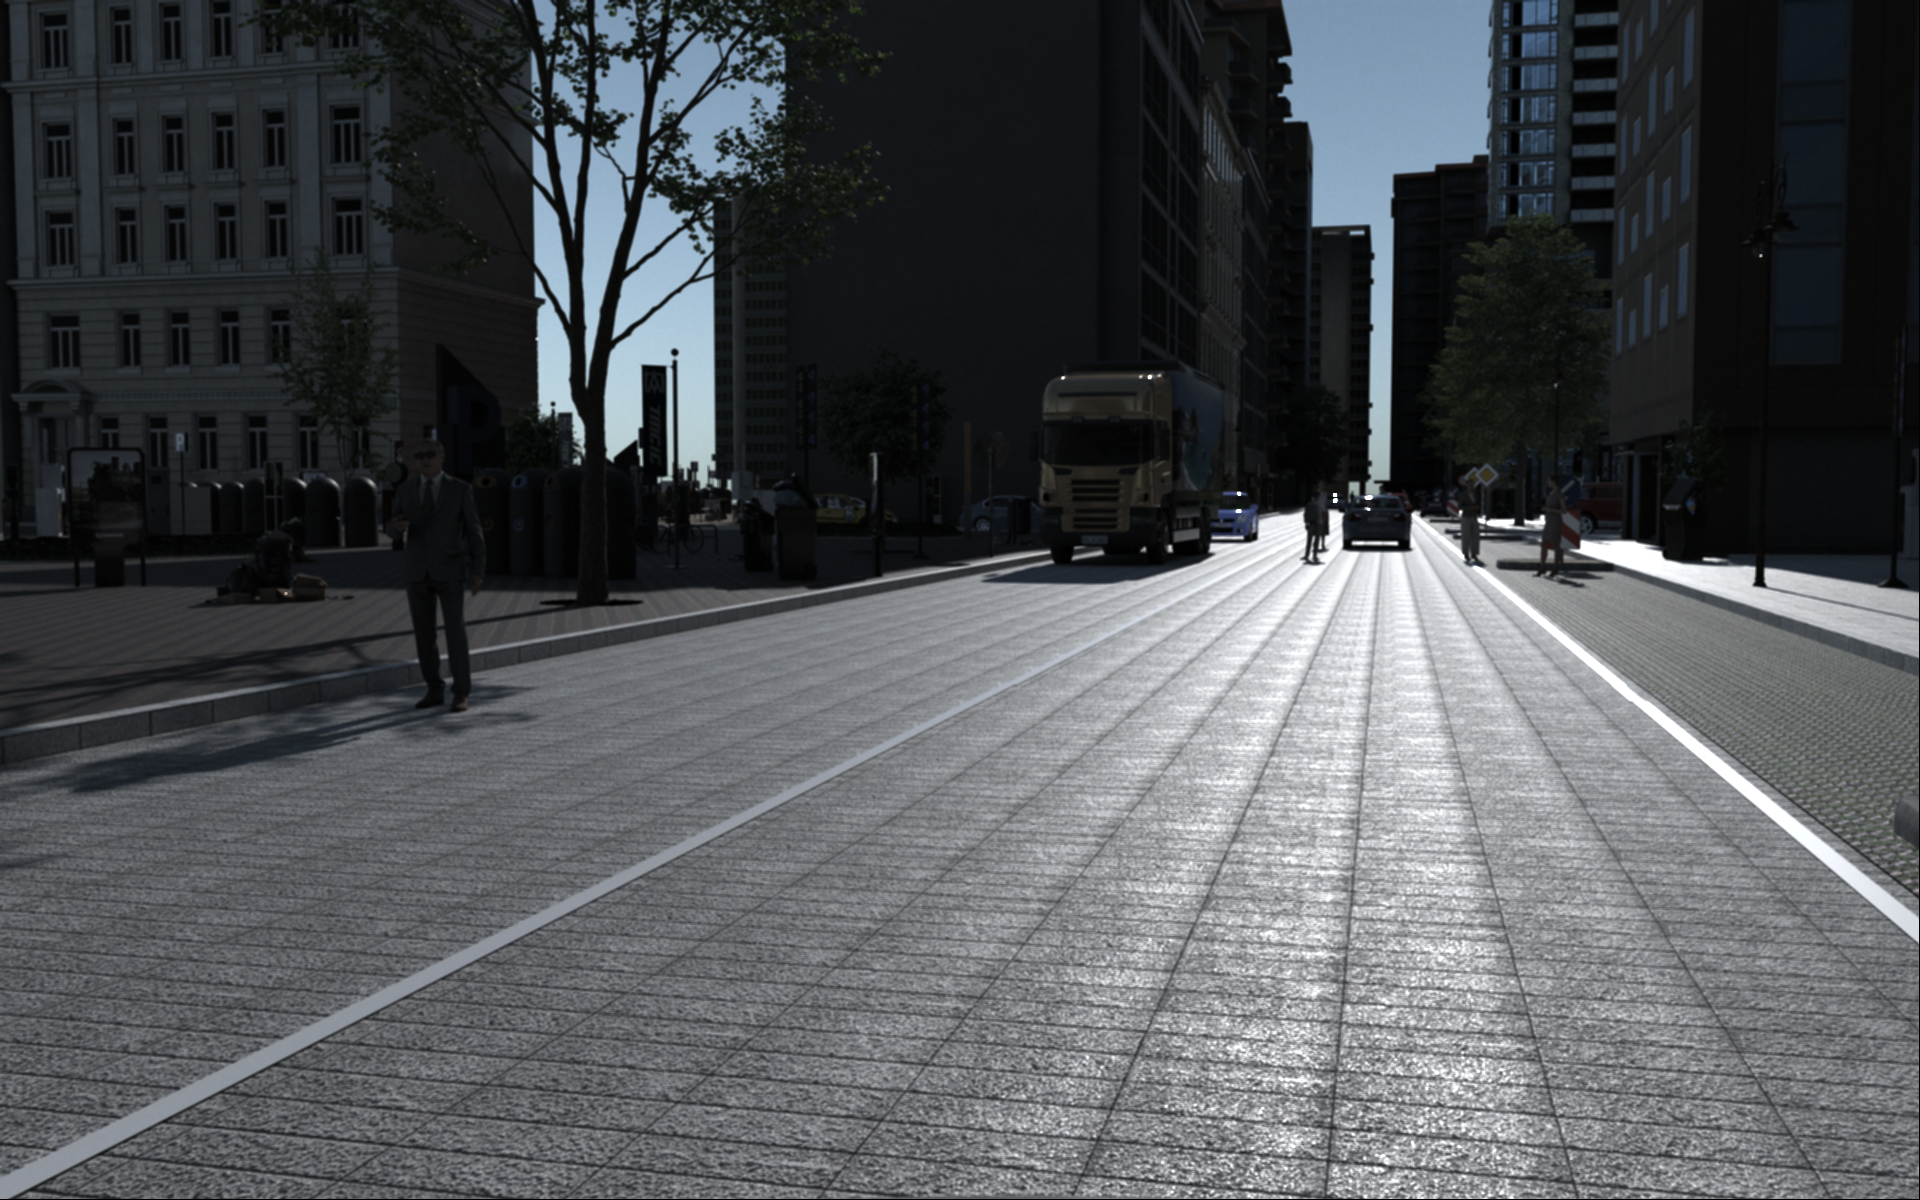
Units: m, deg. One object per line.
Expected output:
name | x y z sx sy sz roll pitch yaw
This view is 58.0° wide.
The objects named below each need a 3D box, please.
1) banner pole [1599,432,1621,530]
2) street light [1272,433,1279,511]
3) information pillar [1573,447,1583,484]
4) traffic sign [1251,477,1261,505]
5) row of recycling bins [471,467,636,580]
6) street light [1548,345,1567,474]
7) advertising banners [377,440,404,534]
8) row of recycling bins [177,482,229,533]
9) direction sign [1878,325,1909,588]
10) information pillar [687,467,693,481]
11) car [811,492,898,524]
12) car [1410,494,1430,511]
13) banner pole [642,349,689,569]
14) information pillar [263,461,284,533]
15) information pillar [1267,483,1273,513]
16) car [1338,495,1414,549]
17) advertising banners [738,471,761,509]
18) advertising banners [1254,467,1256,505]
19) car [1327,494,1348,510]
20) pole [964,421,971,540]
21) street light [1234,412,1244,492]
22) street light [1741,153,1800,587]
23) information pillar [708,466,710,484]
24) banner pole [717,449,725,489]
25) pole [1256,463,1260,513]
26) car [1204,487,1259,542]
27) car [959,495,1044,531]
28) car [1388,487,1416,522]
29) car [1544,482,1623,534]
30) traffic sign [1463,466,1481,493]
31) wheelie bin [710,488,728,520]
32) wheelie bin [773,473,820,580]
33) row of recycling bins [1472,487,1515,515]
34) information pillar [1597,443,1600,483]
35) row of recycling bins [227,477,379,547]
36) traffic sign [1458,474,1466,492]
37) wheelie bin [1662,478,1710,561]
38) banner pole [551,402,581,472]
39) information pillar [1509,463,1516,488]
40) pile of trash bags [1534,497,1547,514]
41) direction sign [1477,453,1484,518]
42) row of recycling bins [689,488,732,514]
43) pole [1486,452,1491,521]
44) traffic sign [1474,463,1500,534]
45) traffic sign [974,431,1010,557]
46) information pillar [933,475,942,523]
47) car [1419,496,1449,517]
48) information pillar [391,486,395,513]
banner pole | 23.126 -4.381 61.642 0.863 3.779 0.401 0 4 -3
street light | 23.279 -9.484 127.851 0.468 5.910 1.993 1 4 14
information pillar | 30.757 -5.803 86.227 0.504 3.616 0.183 3 5 39
traffic sign | 17.903 -6.282 104.847 0.606 2.300 0.079 2 4 23
row of recycling bins | -6.400 -1.226 27.160 3.534 1.692 1.069 3 4 37
street light | 18.615 -4.970 54.053 0.468 5.910 1.993 1 4 14
advertising banners | -18.475 -3.644 55.774 0.090 3.025 2.074 1 4 16
row of recycling bins | -24.279 -3.058 57.104 3.534 1.692 1.069 1 4 12
direction sign | 12.820 -1.938 23.689 0.379 3.537 0.876 1 4 20
information pillar | -23.452 -9.723 150.329 0.504 3.616 0.183 1 4 15
car | -4.302 -3.316 64.444 3.980 1.641 2.015 1 4 15
car | 39.957 -8.563 149.798 2.009 1.686 4.222 1 4 14
banner pole | -5.090 -2.431 29.757 0.863 3.779 0.401 -3 4 -37
information pillar | -15.372 -2.100 38.825 0.304 2.012 0.304 1 4 13
information pillar | 21.499 -7.078 120.223 0.304 2.012 0.304 0 4 -7
car | 11.242 -2.129 46.813 2.014 1.417 4.499 1 4 13
advertising banners | -15.996 -8.274 131.468 2.074 3.025 0.090 -3 4 -36
advertising banners | 17.285 -6.444 101.551 0.090 3.025 2.074 1 4 11
car | 32.109 -8.320 148.040 2.014 1.417 4.499 1 4 12
pole | 0.219 -3.357 48.738 0.158 3.312 0.155 0 3 0
street light | 15.676 -7.632 97.577 0.468 5.910 1.993 1 4 14
street light | 11.120 -3.127 23.909 0.468 5.910 1.993 1 4 14
information pillar | -20.626 -9.231 142.282 0.183 3.616 0.504 0 4 -2
banner pole | -13.254 -6.481 95.977 0.401 3.779 0.863 2 4 25
pole | 19.737 -7.397 114.785 0.158 3.312 0.155 0 3 0
car | 8.260 -2.685 53.496 1.945 1.707 3.694 1 4 14
car | 2.241 -3.049 61.861 4.499 1.417 2.014 1 4 14
car | 21.633 -4.737 86.486 2.155 1.783 4.494 1 4 16
car | 22.244 -2.994 57.621 5.304 1.827 2.281 1 4 16
traffic sign | 18.633 -3.617 62.774 0.795 2.450 0.064 1 4 14
wheelie bin | -12.117 -4.819 86.690 0.693 1.594 0.980 3 4 38
wheelie bin | -2.477 -1.112 26.093 0.693 1.594 0.980 -1 4 -9
row of recycling bins | 33.500 -6.231 108.982 3.534 1.692 1.069 -1 4 -18
information pillar | 29.471 -5.403 79.689 0.504 3.616 0.183 -3 5 -40
row of recycling bins | -15.906 -2.155 42.354 3.534 1.692 1.069 1 4 10
traffic sign | 32.425 -6.813 111.497 0.768 2.556 0.104 1 4 18
wheelie bin | 14.119 -1.578 33.707 0.693 1.594 0.980 -1 4 -12
banner pole | -10.803 -3.479 46.896 0.863 3.779 0.401 2 4 24
information pillar | 41.418 -8.473 129.891 0.504 3.616 0.183 3 5 42
pile of trash bags | 37.019 -6.278 112.397 1.912 1.369 3.447 0 4 -5
direction sign | 28.186 -6.235 93.941 0.379 3.537 0.876 0 4 -5
row of recycling bins | -16.248 -6.443 112.455 3.534 1.692 1.069 2 4 32
pole | 25.541 -5.499 83.751 0.158 3.312 0.155 0 3 0
traffic sign | 16.718 -3.142 55.021 0.795 2.450 0.064 1 4 14
traffic sign | 0.637 -2.141 35.117 0.768 2.556 0.104 1 4 15
information pillar | -0.874 -3.880 67.932 0.304 2.012 0.304 1 4 15
car | 29.450 -5.797 107.361 1.945 1.354 3.894 1 4 15
information pillar | -19.177 -3.329 58.920 0.304 2.012 0.304 -1 4 -23
